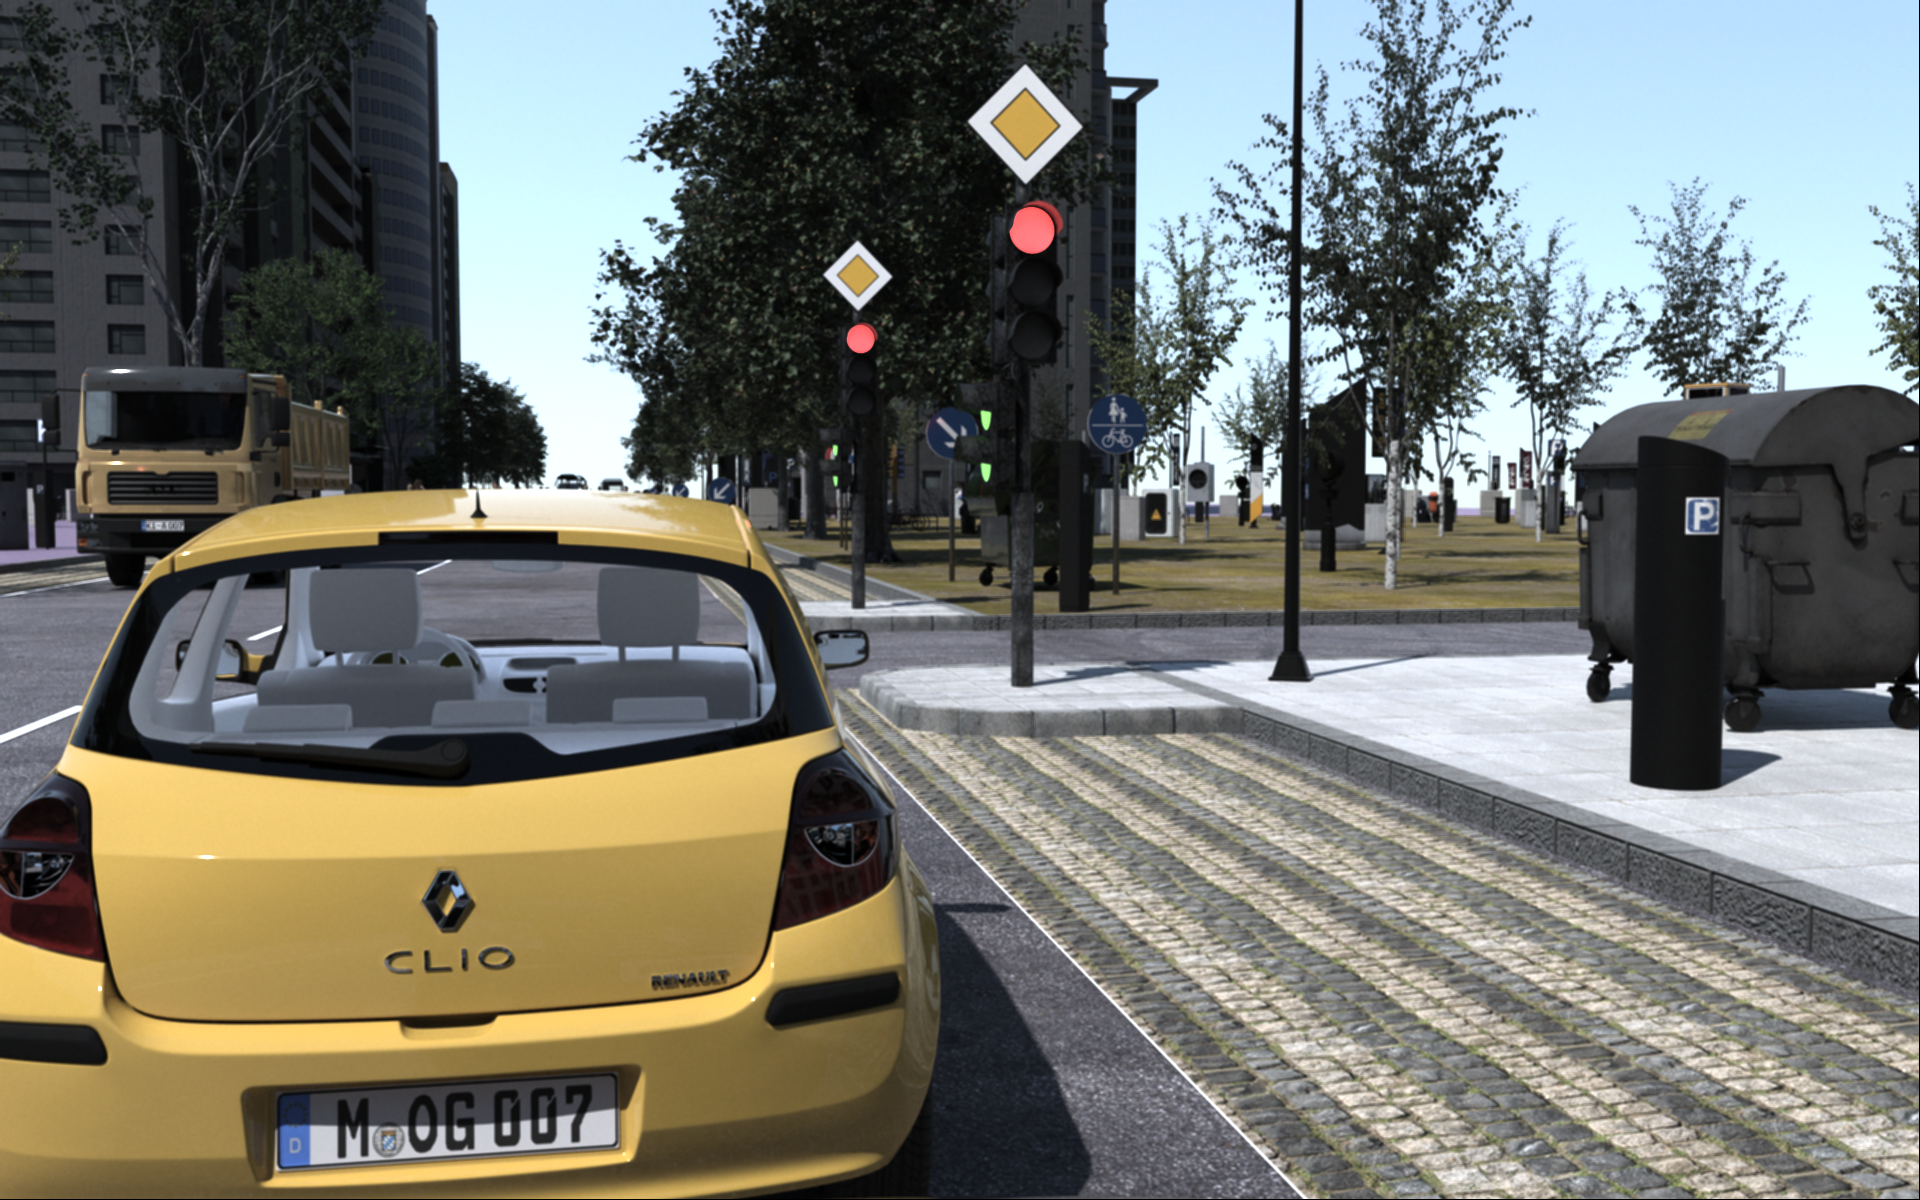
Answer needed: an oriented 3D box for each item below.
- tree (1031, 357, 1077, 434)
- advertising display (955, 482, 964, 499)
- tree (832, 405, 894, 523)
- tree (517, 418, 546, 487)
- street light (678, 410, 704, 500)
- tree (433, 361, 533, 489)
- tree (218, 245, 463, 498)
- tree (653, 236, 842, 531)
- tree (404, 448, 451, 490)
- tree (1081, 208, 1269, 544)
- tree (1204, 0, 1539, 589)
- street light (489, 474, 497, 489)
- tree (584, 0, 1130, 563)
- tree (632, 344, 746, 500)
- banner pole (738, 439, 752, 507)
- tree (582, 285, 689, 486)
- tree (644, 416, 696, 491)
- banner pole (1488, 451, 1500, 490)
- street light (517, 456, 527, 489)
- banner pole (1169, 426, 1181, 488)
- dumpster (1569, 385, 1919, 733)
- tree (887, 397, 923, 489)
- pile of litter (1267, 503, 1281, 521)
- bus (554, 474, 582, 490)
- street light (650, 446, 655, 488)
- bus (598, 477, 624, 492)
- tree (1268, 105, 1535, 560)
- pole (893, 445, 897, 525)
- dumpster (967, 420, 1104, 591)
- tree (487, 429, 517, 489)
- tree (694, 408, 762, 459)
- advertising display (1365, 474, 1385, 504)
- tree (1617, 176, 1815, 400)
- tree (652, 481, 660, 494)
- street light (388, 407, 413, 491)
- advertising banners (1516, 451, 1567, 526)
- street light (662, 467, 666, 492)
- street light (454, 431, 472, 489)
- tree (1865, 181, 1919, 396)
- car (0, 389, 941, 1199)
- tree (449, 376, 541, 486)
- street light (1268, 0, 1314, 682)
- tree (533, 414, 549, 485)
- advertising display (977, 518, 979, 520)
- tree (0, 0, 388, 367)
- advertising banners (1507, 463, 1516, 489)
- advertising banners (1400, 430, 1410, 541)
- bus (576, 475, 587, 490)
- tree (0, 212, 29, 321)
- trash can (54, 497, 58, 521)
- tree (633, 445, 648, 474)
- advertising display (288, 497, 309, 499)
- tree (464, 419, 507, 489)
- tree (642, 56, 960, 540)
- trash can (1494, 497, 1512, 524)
[{"bbox_3d":[4.468,-8.744,93.334,4.360,8.622,3.978,0,3,0],"label":"tree"},{"bbox_3d":[-0.123,-5.142,89.278,0.123,1.923,0.974,-3,4,-36],"label":"advertising display"},{"bbox_3d":[-5.183,-7.753,77.126,4.360,8.622,3.978,0,3,0],"label":"tree"},{"bbox_3d":[-58.519,-18.463,227.623,9.928,11.665,9.643,0,3,0],"label":"tree"},{"bbox_3d":[-14.645,-7.484,94.910,1.470,5.913,1.316,-1,4,-11],"label":"street light"},{"bbox_3d":[-41.416,-14.046,147.771,7.486,12.596,7.792,0,3,0],"label":"tree"},{"bbox_3d":[-26.683,-8.913,71.483,9.928,11.665,9.643,0,3,0],"label":"tree"},{"bbox_3d":[-6.408,-8.613,58.957,7.486,12.596,7.792,0,3,0],"label":"tree"},{"bbox_3d":[-37.478,-8.465,122.116,4.285,4.588,4.351,0,3,0],"label":"tree"},{"bbox_3d":[5.531,-5.750,44.383,4.737,8.622,4.395,0,3,0],"label":"tree"},{"bbox_3d":[5.741,-4.471,23.470,4.360,8.622,3.978,0,3,0],"label":"tree"},{"bbox_3d":[-44.322,-11.778,165.105,1.470,5.913,1.316,-1,4,-11],"label":"street light"},{"bbox_3d":[-1.626,-7.050,32.273,9.611,12.733,9.660,0,3,0],"label":"tree"},{"bbox_3d":[-14.620,-10.088,99.347,8.767,10.594,7.601,0,4,-6],"label":"tree"},{"bbox_3d":[-8.662,-4.849,69.304,0.863,3.779,0.401,2,4,27],"label":"banner pole"},{"bbox_3d":[-26.465,-18.141,152.494,12.611,20.169,13.585,0,3,0],"label":"tree"},{"bbox_3d":[-22.150,-11.339,135.761,4.360,8.622,3.978,0,3,0],"label":"tree"},{"bbox_3d":[30.742,-6.720,99.882,0.863,3.779,0.401,0,4,-2],"label":"banner pole"},{"bbox_3d":[-53.325,-14.567,210.711,1.470,5.913,1.316,-1,4,-11],"label":"street light"},{"bbox_3d":[7.793,-4.469,63.091,0.401,3.779,0.863,-2,4,-24],"label":"banner pole"},{"bbox_3d":[4.575,-0.262,10.049,1.264,1.857,1.865,-1,4,-11],"label":"dumpster"},{"bbox_3d":[-4.140,-8.734,93.169,4.737,8.622,4.395,0,3,0],"label":"tree"},{"bbox_3d":[15.587,-4.308,84.397,1.176,0.858,1.719,0,4,-4],"label":"pile of litter"},{"bbox_3d":[-47.854,-13.489,212.097,2.896,3.916,12.252,-1,4,-10],"label":"bus"},{"bbox_3d":[-30.960,-12.500,176.919,1.470,5.913,1.316,-1,4,-11],"label":"street light"},{"bbox_3d":[-41.779,-13.008,207.540,2.948,3.499,13.247,-1,4,-13],"label":"bus"},{"bbox_3d":[8.779,-5.090,33.582,4.737,8.622,4.395,0,3,0],"label":"tree"},{"bbox_3d":[-2.689,-4.752,71.535,0.158,3.312,0.155,0,3,0],"label":"pole"},{"bbox_3d":[1.007,-1.280,23.422,1.502,2.255,1.985,-1,4,-11],"label":"dumpster"},{"bbox_3d":[-32.790,-10.702,100.741,9.928,11.665,9.643,0,3,0],"label":"tree"},{"bbox_3d":[-12.082,-8.576,90.572,4.737,8.622,4.395,0,3,0],"label":"tree"},{"bbox_3d":[13.395,-3.105,55.977,0.974,1.923,0.123,-3,5,-44],"label":"advertising display"},{"bbox_3d":[17.240,-5.487,40.070,4.360,8.622,3.978,0,3,0],"label":"tree"},{"bbox_3d":[-39.283,-14.099,225.113,1.663,3.219,1.824,0,3,0],"label":"tree"},{"bbox_3d":[-29.706,-7.304,91.955,1.470,5.913,1.316,-1,4,-11],"label":"street light"},{"bbox_3d":[23.722,-4.542,70.444,2.074,3.025,0.090,-1,4,-9],"label":"advertising banners"},{"bbox_3d":[-21.934,-9.738,131.756,1.470,5.913,1.316,-1,4,-11],"label":"street light"},{"bbox_3d":[-36.915,-9.537,128.475,1.470,5.913,1.316,-1,4,-11],"label":"street light"},{"bbox_3d":[22.978,-5.500,40.295,4.737,8.622,4.395,0,3,0],"label":"tree"},{"bbox_3d":[-1.167,0.342,4.634,2.015,1.641,3.980,-1,4,-11],"label":"car"},{"bbox_3d":[-49.988,-17.115,186.491,9.857,13.997,8.962,0,3,0],"label":"tree"},{"bbox_3d":[1.761,-2.396,11.713,1.470,5.913,1.316,-1,4,-11],"label":"street light"},{"bbox_3d":[-59.659,-19.531,237.461,7.486,12.596,7.792,0,3,0],"label":"tree"},{"bbox_3d":[1.162,-4.865,84.760,0.123,1.923,0.974,-3,5,-40],"label":"advertising display"},{"bbox_3d":[-23.912,-11.931,50.954,12.611,20.169,13.585,0,3,0],"label":"tree"},{"bbox_3d":[31.485,-6.131,96.422,2.074,3.025,0.090,0,4,5],"label":"advertising banners"},{"bbox_3d":[11.895,-3.096,46.800,0.090,3.025,2.074,2,4,30],"label":"advertising banners"},{"bbox_3d":[-50.754,-14.534,229.169,2.896,3.916,12.252,-1,4,-11],"label":"bus"},{"bbox_3d":[-18.571,-4.845,29.578,4.737,8.622,4.395,0,3,0],"label":"tree"},{"bbox_3d":[-40.698,-4.017,77.339,0.748,1.137,0.748,0,3,0],"label":"trash can"},{"bbox_3d":[-41.296,-19.046,237.155,9.928,11.665,9.643,0,3,0],"label":"tree"},{"bbox_3d":[-32.594,-4.903,85.374,0.974,1.923,0.123,-1,4,-11],"label":"advertising display"},{"bbox_3d":[-43.161,-12.637,156.974,4.360,8.622,3.978,0,3,0],"label":"tree"},{"bbox_3d":[-4.109,-8.694,48.797,9.857,13.997,8.962,0,3,0],"label":"tree"},{"bbox_3d":[23.666,-3.906,75.524,0.748,1.137,0.748,0,3,0],"label":"trash can"}]
